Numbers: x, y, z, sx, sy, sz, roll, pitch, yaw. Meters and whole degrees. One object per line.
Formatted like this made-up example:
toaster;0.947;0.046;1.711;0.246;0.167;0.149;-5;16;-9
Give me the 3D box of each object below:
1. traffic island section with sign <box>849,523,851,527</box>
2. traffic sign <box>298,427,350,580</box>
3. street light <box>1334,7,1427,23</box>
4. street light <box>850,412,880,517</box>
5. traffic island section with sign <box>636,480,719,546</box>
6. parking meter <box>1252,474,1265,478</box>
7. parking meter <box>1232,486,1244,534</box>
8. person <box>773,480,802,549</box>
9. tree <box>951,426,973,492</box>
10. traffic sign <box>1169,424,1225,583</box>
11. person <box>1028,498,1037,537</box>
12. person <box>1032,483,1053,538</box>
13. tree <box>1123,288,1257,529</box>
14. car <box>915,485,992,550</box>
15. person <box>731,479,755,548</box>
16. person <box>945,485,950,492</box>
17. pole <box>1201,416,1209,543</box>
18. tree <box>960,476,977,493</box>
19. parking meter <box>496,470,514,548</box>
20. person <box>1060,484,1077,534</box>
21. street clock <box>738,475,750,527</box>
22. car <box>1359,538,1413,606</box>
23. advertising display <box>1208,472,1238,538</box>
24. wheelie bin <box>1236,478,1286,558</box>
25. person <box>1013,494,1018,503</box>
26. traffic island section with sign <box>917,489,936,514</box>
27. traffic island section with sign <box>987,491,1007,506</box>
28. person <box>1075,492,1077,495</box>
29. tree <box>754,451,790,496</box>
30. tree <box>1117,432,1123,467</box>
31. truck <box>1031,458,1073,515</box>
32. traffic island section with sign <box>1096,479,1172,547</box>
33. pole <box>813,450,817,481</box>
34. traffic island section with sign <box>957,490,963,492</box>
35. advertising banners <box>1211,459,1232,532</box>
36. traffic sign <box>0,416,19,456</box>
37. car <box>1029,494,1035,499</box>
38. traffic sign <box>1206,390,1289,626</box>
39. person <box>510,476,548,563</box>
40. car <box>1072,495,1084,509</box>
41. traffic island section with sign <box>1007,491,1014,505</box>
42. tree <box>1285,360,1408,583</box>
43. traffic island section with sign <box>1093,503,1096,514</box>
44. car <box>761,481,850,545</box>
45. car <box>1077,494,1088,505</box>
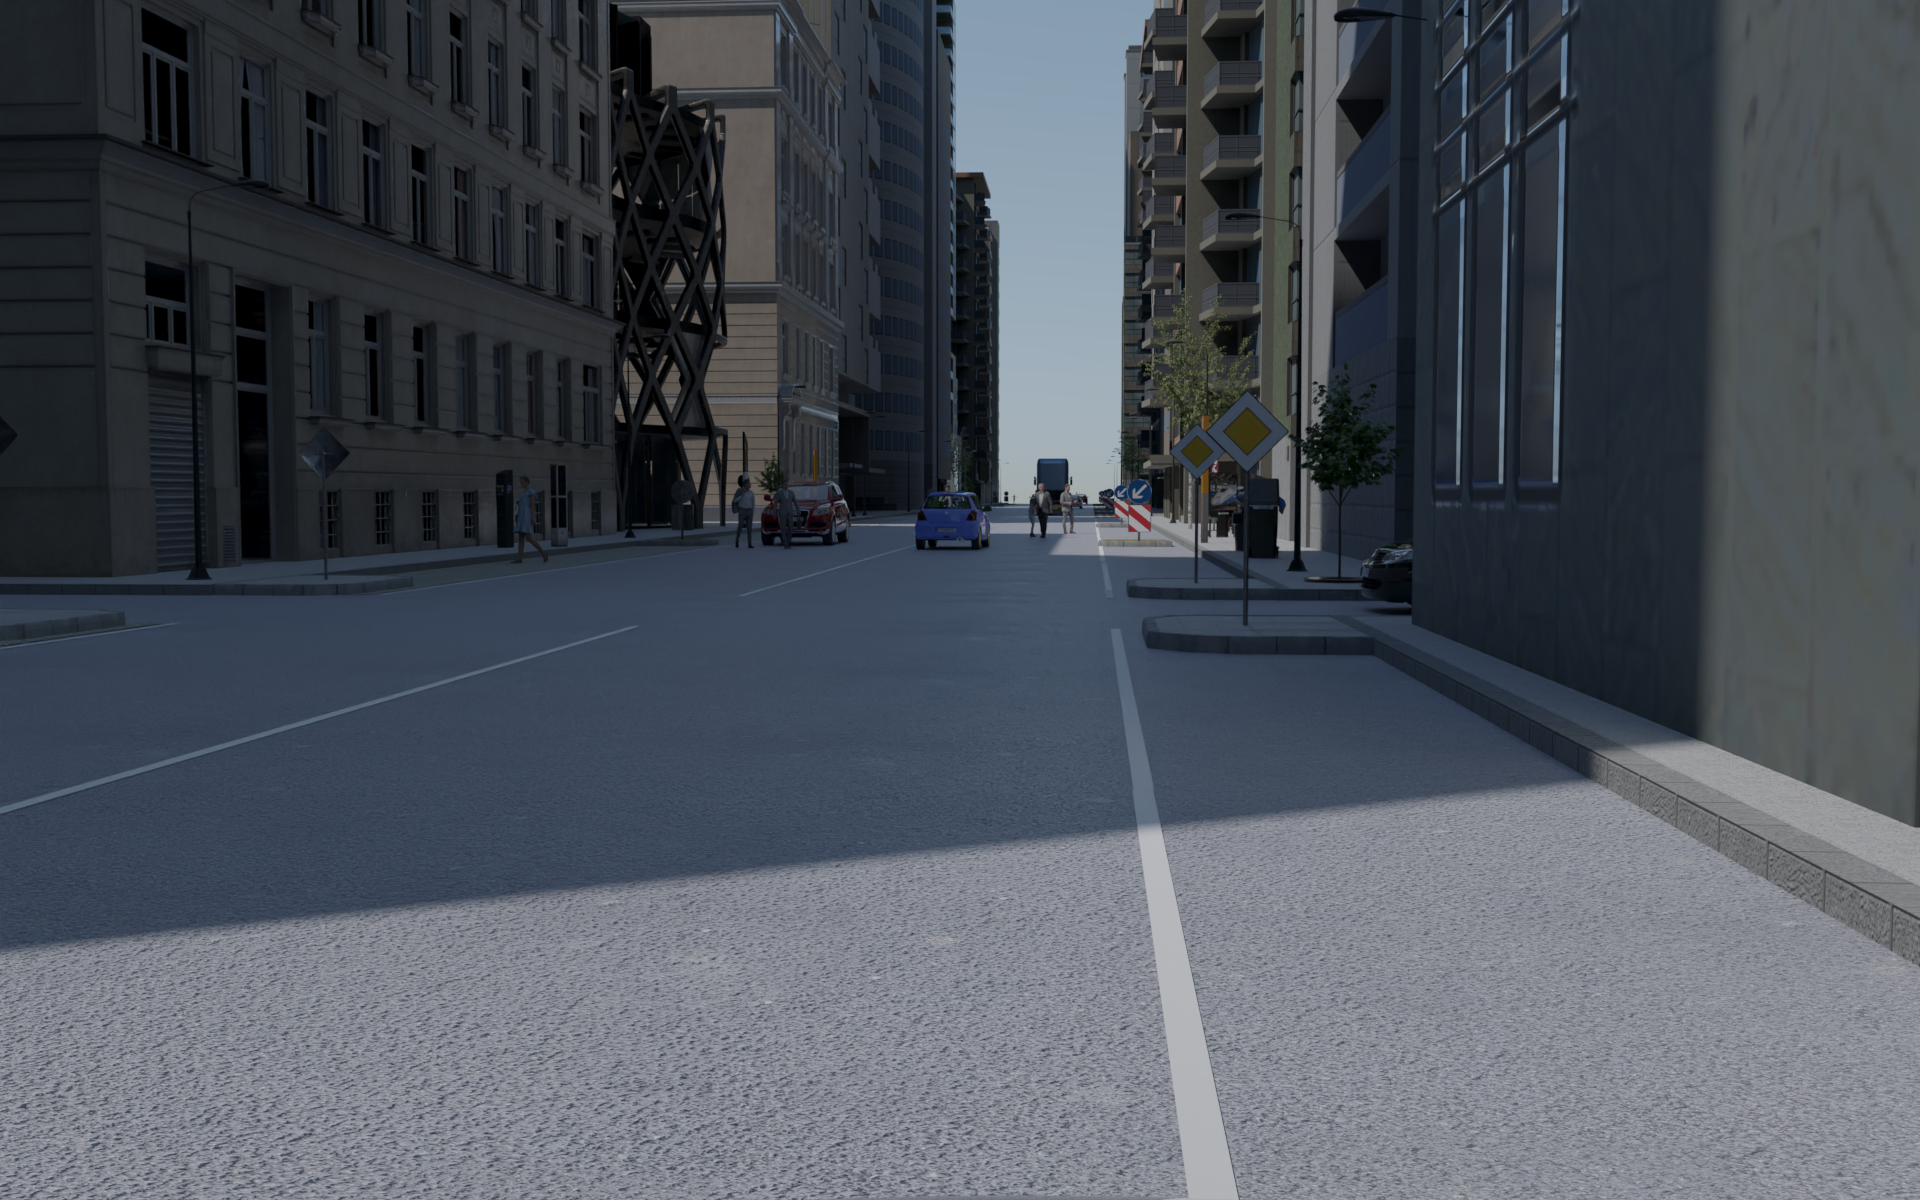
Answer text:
traffic island section with sign;-5.764;-4.064;75.068;1.989;1.847;2.006;0;4;4
traffic sign;-9.467;-1.356;25.812;0.795;2.450;0.064;0;4;4
street light;4.270;-2.699;16.675;1.470;5.913;1.316;0;4;4
street light;-5.478;-7.654;97.681;1.470;5.913;1.316;0;4;4
traffic island section with sign;-7.798;-2.420;48.189;1.989;1.847;2.006;0;4;4
parking meter;8.750;-2.754;50.732;0.399;1.863;0.255;0;4;-6
parking meter;8.870;-2.868;55.298;0.372;1.533;0.369;0;3;0
person;-4.532;-2.249;45.384;0.709;1.813;0.853;-2;4;-27
tree;-0.443;-13.915;177.865;4.360;8.622;3.978;0;3;0
traffic sign;3.389;-1.295;24.821;0.795;2.450;0.064;0;4;4
person;2.441;-2.759;57.883;0.394;1.301;0.425;-3;5;-40
person;2.676;-2.916;56.568;0.661;1.777;0.834;1;4;12
tree;8.645;-6.886;62.956;4.737;8.622;4.395;0;3;0
car;-0.156;-2.220;45.896;1.945;1.707;3.694;0;4;6
person;-5.749;-2.288;46.005;0.679;1.850;0.850;-2;4;-33
person;-0.451;-3.385;64.186;0.721;1.781;0.623;3;5;42
pole;6.403;-3.146;45.278;0.158;3.312;0.155;0;3;0
tree;0.986;-12.009;190.953;1.663;3.219;1.824;0;3;0
parking meter;-10.885;-2.184;41.414;0.255;1.863;0.399;1;4;20
person;3.945;-3.294;62.554;0.583;1.804;0.606;3;5;42
street clock;-8.204;-3.740;65.726;0.471;2.002;0.358;3;5;43
car;7.005;-0.683;20.959;4.222;1.686;2.009;0;4;4
advertising display;7.746;-2.806;51.091;0.974;1.923;0.123;-2;4;-24
wheelie bin;6.036;-1.643;34.764;0.980;1.594;0.693;0;4;7
person;7.814;-14.531;249.307;0.991;1.433;0.599;-1;4;-10
traffic island section with sign;-2.029;-7.080;124.382;1.989;1.847;2.006;0;4;4
traffic island section with sign;4.299;-12.185;207.844;1.989;1.847;2.006;0;4;4
person;16.631;-14.468;245.855;0.445;1.727;0.742;3;5;42
tree;-8.491;-5.095;77.912;1.663;3.219;1.824;0;3;0
tree;18.408;-14.243;183.230;4.737;8.622;4.395;0;3;0
truck;6.575;-8.240;124.475;2.967;4.110;18.799;0;4;4
traffic island section with sign;4.817;-2.393;47.746;1.989;1.847;2.006;0;4;4
pole;-6.729;-5.306;80.603;0.158;3.312;0.155;0;3;0
traffic island section with sign;0.048;-8.762;151.878;1.989;1.847;2.006;0;4;4
advertising banners;9.052;-3.832;58.838;0.090;3.025;2.074;-1;4;-23
traffic sign;-10.071;-0.869;17.850;0.795;2.450;0.064;0;4;4
car;9.636;-12.631;215.561;2.155;1.783;4.494;0;4;4
traffic sign;2.785;-0.808;16.859;0.795;2.450;0.064;0;4;4
person;-8.938;-1.663;35.784;0.778;1.811;0.616;-2;4;-29
car;11.008;-9.556;168.609;2.083;1.381;4.827;0;4;5
traffic island section with sign;6.350;-13.836;234.840;1.989;1.847;2.006;0;4;4
tree;5.544;-1.869;25.152;1.663;3.219;1.824;0;3;0
traffic island section with sign;6.857;-4.037;74.634;1.989;1.847;2.006;0;4;4
car;-4.421;-2.530;50.036;2.281;1.827;5.304;0;4;3
car;16.719;-14.066;239.021;2.155;1.783;4.494;0;4;2
